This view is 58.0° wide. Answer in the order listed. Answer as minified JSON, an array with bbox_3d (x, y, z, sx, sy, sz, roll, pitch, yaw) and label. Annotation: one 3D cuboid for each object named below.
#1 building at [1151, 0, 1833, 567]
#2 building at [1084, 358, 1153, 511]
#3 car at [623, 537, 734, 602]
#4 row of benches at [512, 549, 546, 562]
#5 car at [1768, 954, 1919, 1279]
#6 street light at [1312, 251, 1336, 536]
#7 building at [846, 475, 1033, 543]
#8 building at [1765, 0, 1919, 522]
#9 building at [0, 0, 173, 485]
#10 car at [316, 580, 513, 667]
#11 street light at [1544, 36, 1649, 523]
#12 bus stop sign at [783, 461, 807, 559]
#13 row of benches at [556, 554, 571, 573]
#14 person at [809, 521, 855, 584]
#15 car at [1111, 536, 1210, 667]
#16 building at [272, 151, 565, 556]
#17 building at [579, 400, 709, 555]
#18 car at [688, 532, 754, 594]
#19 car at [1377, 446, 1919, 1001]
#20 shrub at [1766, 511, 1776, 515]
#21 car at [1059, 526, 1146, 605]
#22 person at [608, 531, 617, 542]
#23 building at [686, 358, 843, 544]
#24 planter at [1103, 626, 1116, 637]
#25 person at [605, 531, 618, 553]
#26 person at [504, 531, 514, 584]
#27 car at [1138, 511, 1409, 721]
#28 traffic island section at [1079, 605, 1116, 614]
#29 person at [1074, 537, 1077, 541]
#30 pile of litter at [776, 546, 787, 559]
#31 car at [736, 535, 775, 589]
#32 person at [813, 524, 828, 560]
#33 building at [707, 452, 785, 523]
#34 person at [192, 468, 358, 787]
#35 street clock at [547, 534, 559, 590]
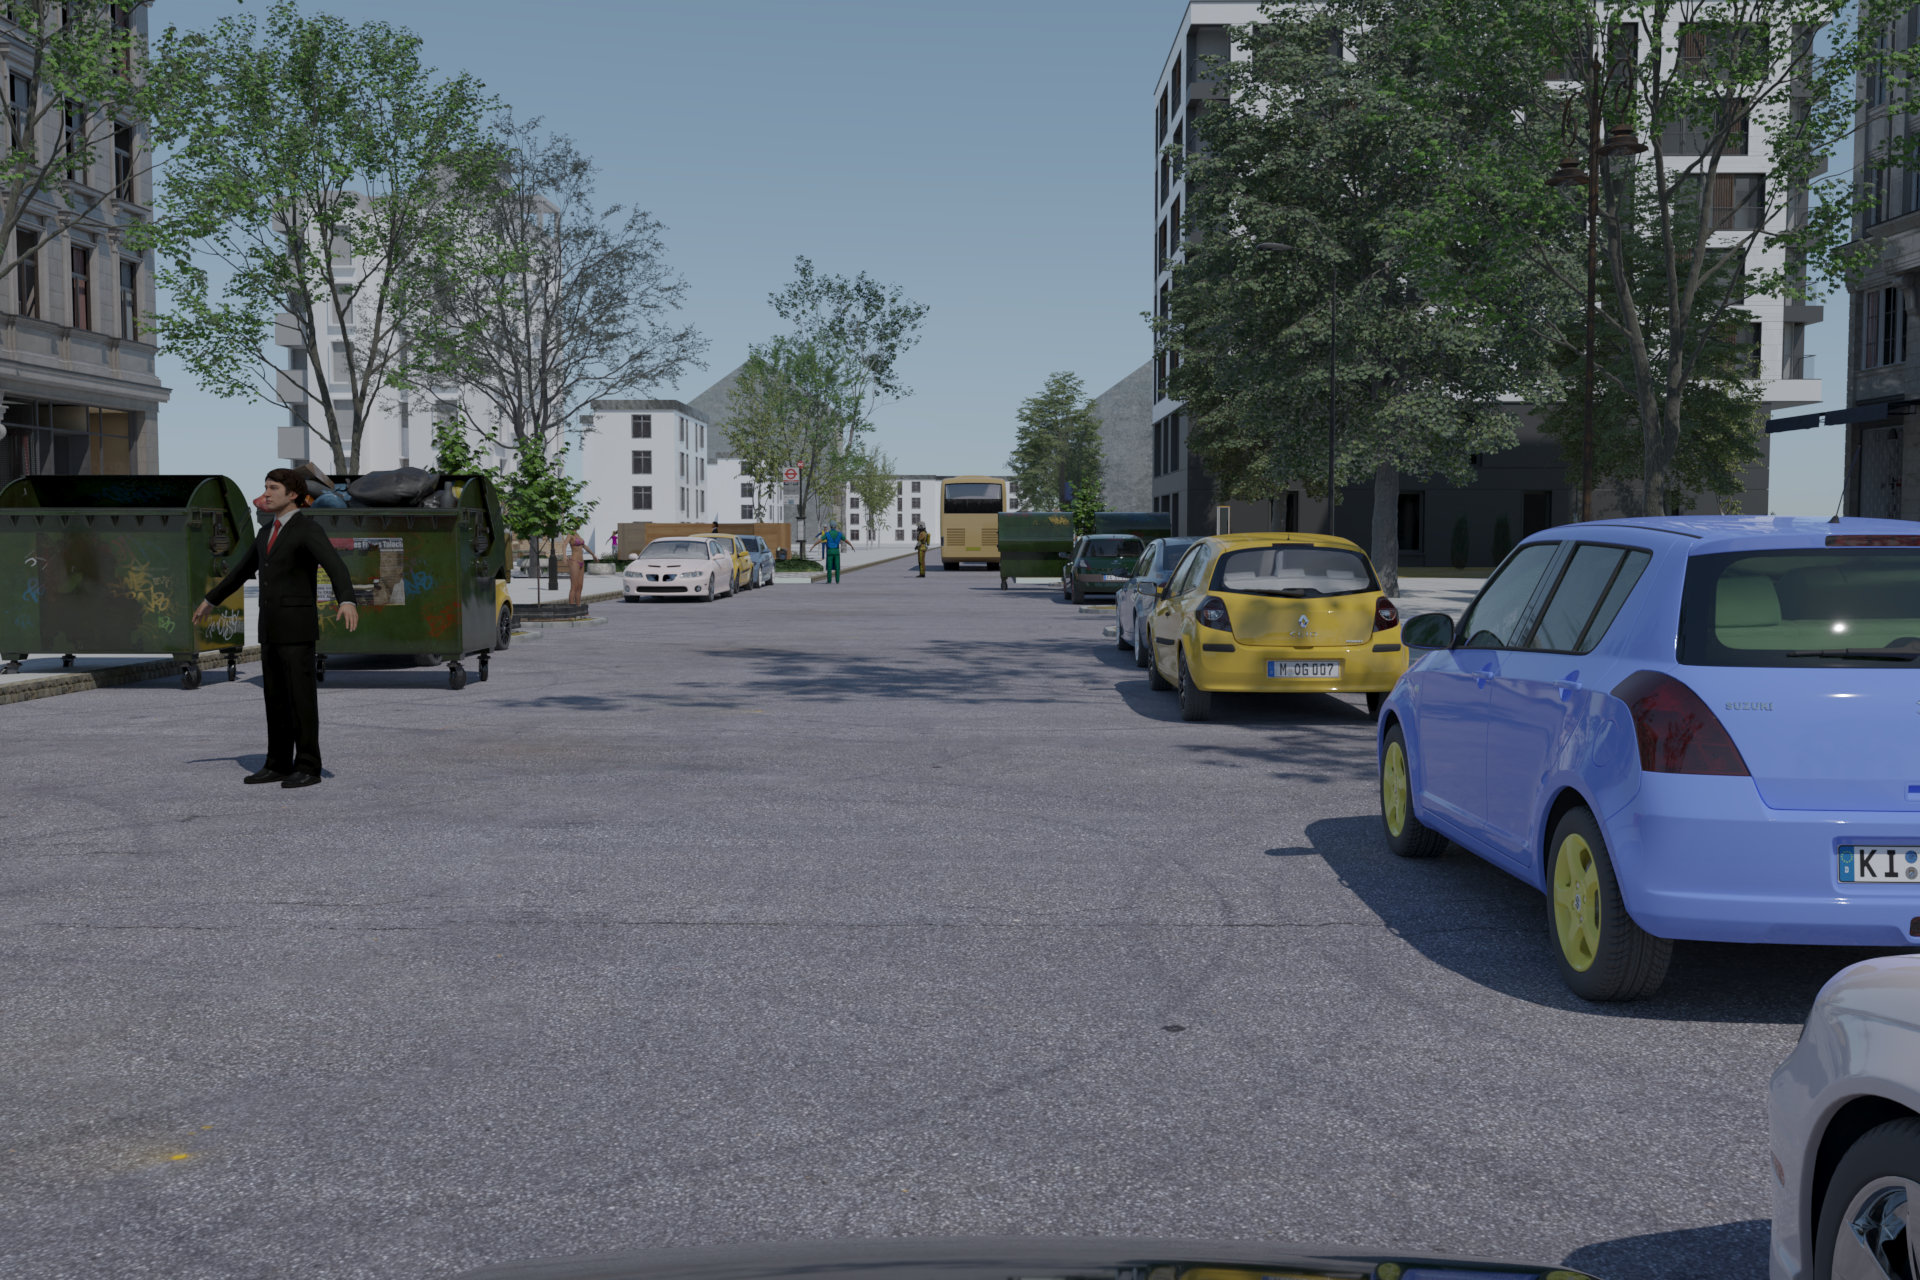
[{"bbox_3d":[22.952,-14.609,82.838,27.936,21.610,32.646,0,4,1],"label":"building"},{"bbox_3d":[24.767,-23.163,209.645,19.493,23.208,18.063,0,4,1],"label":"building"},{"bbox_3d":[-6.097,-1.563,37.909,2.083,1.381,4.827,0,4,1],"label":"car"},{"bbox_3d":[-17.834,-3.364,70.465,1.422,0.672,4.104,0,4,8],"label":"row of benches"},{"bbox_3d":[2.218,0.702,0.882,2.083,1.381,4.827,0,3,0],"label":"car"},{"bbox_3d":[6.507,-3.377,27.751,1.470,5.913,1.316,0,4,1],"label":"street light"},{"bbox_3d":[-3.610,-18.403,245.500,28.070,9.664,9.099,0,4,-3],"label":"building"},{"bbox_3d":[28.648,-17.962,39.785,12.429,33.558,17.177,0,4,1],"label":"building"},{"bbox_3d":[-28.069,-11.040,30.474,10.553,20.879,40.483,0,4,1],"label":"building"},{"bbox_3d":[-6.470,-0.596,19.970,2.015,1.641,3.980,0,4,1],"label":"car"},{"bbox_3d":[6.099,-2.690,16.771,0.468,5.910,1.993,0,4,1],"label":"street light"},{"bbox_3d":[-6.038,-4.567,63.378,0.855,3.939,0.416,0,4,2],"label":"bus stop sign"},{"bbox_3d":[-11.590,-2.161,50.795,1.422,0.672,4.104,-1,4,-12],"label":"row of benches"},{"bbox_3d":[-3.646,-2.513,49.677,1.347,1.817,0.704,-1,4,-16],"label":"person"},{"bbox_3d":[2.781,-0.482,19.887,2.014,1.417,4.499,0,4,1],"label":"car"},{"bbox_3d":[-27.994,-14.108,87.091,16.016,20.090,11.380,0,4,1],"label":"building"},{"bbox_3d":[-22.232,-11.015,122.236,9.099,9.664,28.070,0,3,0],"label":"building"},{"bbox_3d":[-6.141,-1.985,42.678,2.015,1.641,3.980,0,4,1],"label":"car"},{"bbox_3d":[2.744,0.183,6.598,1.945,1.707,3.694,0,4,1],"label":"car"},{"bbox_3d":[27.587,-3.359,58.966,1.661,2.075,1.752,0,3,0],"label":"shrub"},{"bbox_3d":[3.125,-1.641,36.620,2.009,1.686,4.222,0,3,0],"label":"car"},{"bbox_3d":[-16.466,-4.780,84.377,1.346,1.802,0.704,-1,4,-15],"label":"person"},{"bbox_3d":[-24.862,-23.895,221.618,19.493,23.208,18.063,0,4,0],"label":"building"},{"bbox_3d":[3.056,-0.214,24.632,1.991,0.319,1.994,0,4,1],"label":"planter"},{"bbox_3d":[-15.688,-4.252,78.794,0.991,1.433,0.599,1,4,15],"label":"person"},{"bbox_3d":[-11.826,-2.328,44.839,0.721,1.736,1.217,-1,4,-12],"label":"person"},{"bbox_3d":[2.562,-0.273,14.685,2.015,1.641,3.980,0,4,1],"label":"car"},{"bbox_3d":[3.200,-0.547,31.812,1.991,0.108,1.994,0,4,1],"label":"traffic island section"},{"bbox_3d":[5.426,-4.142,73.868,1.345,1.843,0.704,-1,4,-14],"label":"person"},{"bbox_3d":[-6.176,-2.951,62.214,1.176,0.858,1.719,0,4,2],"label":"pile of litter"},{"bbox_3d":[-6.082,-2.144,47.062,2.014,1.417,4.499,0,4,1],"label":"car"},{"bbox_3d":[-6.651,-4.838,85.568,1.216,1.772,0.721,0,4,-7],"label":"person"},{"bbox_3d":[-23.904,-15.248,191.456,9.099,9.664,28.070,0,4,1],"label":"building"},{"bbox_3d":[-3.871,-0.077,9.910,1.347,1.806,0.705,2,4,30],"label":"person"},{"bbox_3d":[-9.272,-2.132,39.423,0.358,2.002,0.471,0,4,1],"label":"street clock"}]
